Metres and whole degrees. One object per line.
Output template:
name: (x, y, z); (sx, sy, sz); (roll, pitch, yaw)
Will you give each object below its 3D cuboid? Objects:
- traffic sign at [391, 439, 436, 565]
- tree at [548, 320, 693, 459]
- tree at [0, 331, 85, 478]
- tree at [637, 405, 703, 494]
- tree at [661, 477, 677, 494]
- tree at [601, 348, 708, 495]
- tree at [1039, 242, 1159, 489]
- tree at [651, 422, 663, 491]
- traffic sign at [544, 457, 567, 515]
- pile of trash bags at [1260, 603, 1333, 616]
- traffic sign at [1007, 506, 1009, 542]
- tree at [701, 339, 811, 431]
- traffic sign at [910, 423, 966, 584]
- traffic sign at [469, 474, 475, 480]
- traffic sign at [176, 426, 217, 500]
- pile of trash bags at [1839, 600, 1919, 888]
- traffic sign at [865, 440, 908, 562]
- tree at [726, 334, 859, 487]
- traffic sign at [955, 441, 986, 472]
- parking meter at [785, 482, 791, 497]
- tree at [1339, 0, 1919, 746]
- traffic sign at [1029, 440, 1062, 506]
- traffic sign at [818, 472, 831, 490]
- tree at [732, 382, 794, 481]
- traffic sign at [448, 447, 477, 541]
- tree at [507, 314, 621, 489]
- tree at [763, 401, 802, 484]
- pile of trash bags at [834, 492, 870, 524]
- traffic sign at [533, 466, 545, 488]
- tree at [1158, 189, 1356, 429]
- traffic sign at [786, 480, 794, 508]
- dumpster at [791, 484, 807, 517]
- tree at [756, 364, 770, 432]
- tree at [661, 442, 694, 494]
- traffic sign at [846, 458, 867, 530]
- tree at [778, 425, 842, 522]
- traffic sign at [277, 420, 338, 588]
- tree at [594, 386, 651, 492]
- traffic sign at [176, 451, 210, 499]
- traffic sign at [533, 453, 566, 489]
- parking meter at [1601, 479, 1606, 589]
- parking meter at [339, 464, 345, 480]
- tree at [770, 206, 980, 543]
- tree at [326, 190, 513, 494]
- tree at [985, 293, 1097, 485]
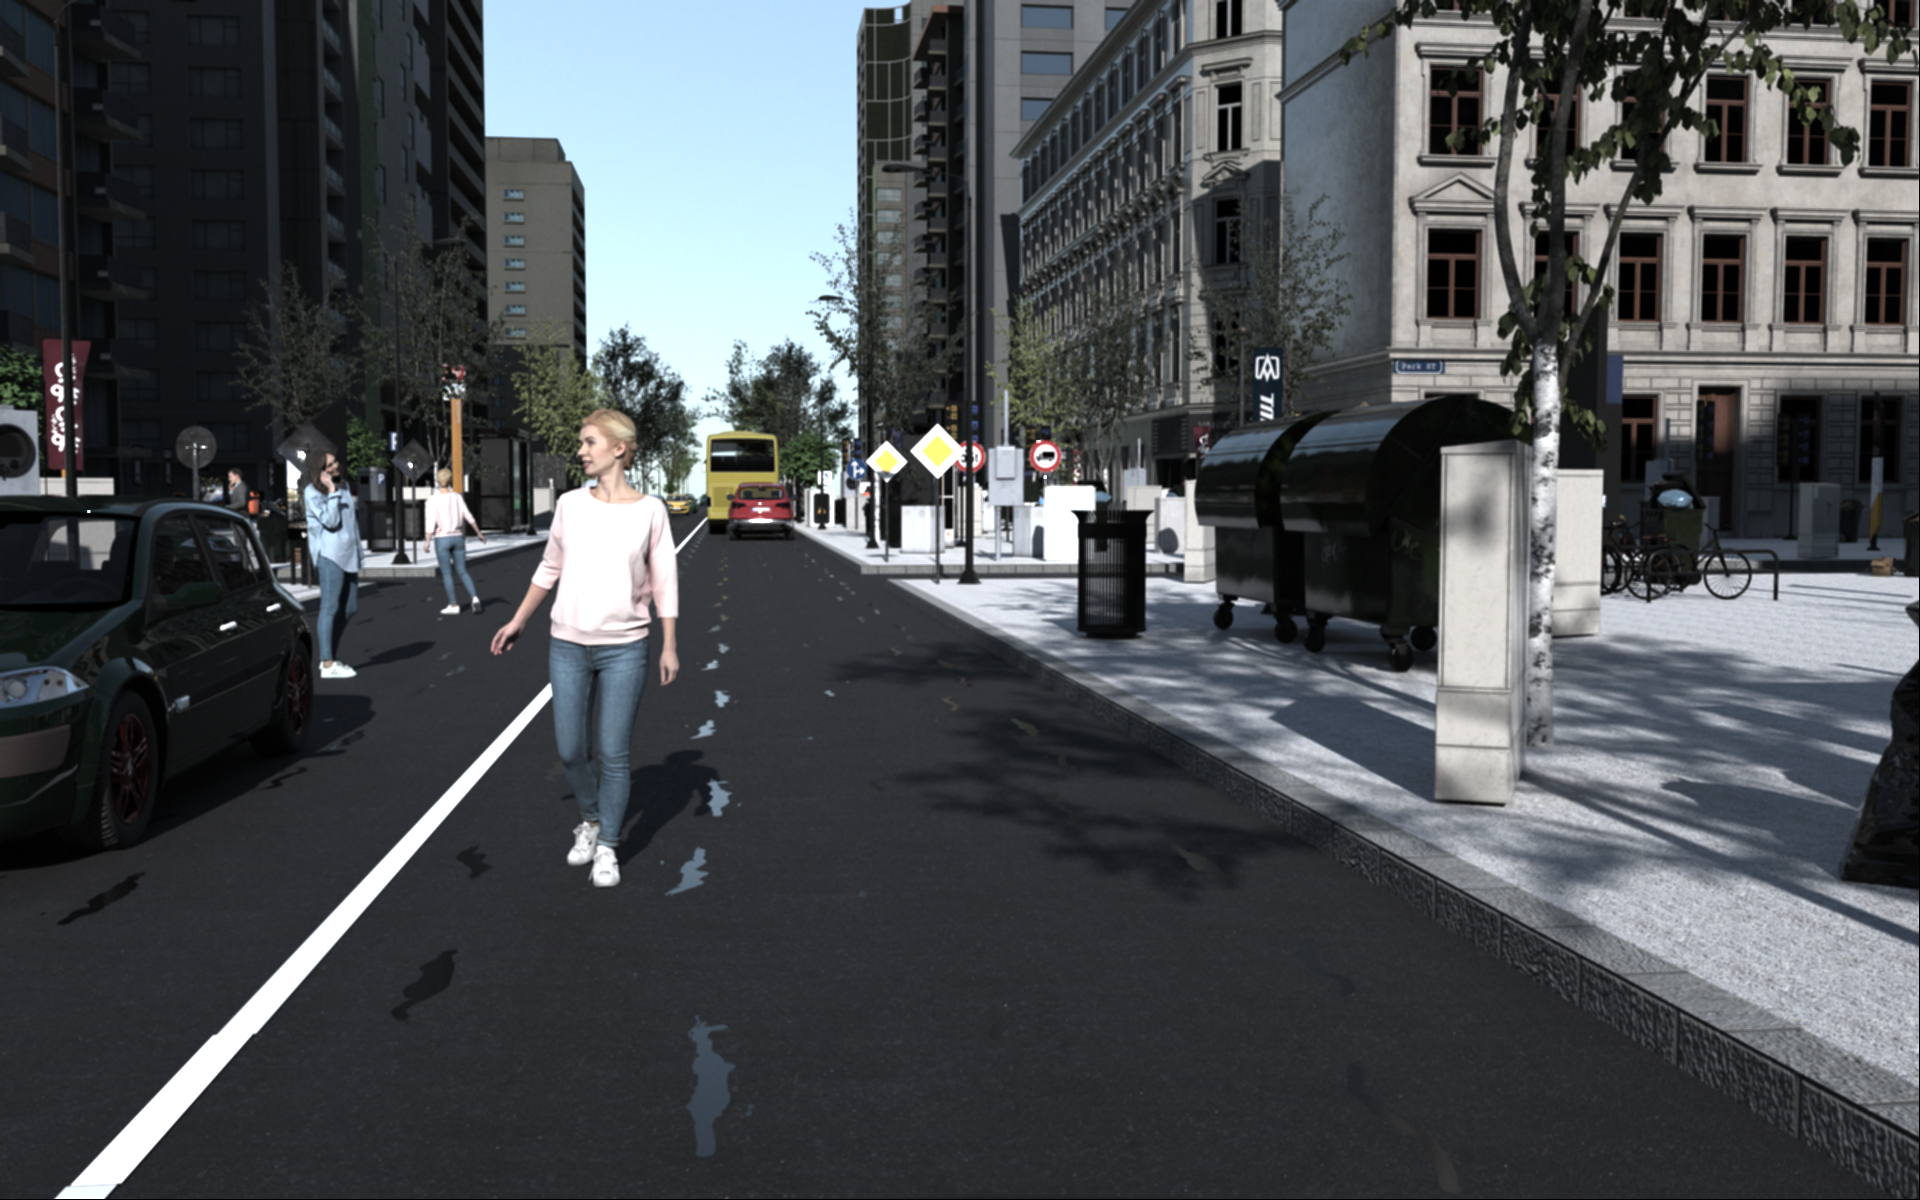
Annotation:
traffic sign: (-9.899, -1.698, 31.411); (0.795, 2.450, 0.064); (0, 4, -8)
tree: (-18.676, -9.689, 92.820); (7.601, 10.594, 8.767); (2, 4, 25)
tree: (-18.477, -3.019, 33.079); (4.285, 4.588, 4.351); (0, 3, 0)
tree: (-33.081, -16.590, 197.003); (9.928, 11.665, 9.643); (0, 3, 0)
tree: (-30.443, -11.493, 182.504); (1.663, 3.219, 1.824); (0, 3, 0)
tree: (-26.147, -14.267, 143.638); (12.009, 13.543, 11.850); (0, 3, 0)
tree: (4.266, -6.177, 51.350); (4.360, 8.622, 3.978); (0, 3, 0)
tree: (-22.646, -10.492, 121.900); (4.360, 8.622, 3.978); (0, 3, 0)
traffic sign: (-13.854, -3.620, 59.290); (0.768, 2.556, 0.104); (0, 4, -7)
pile of trash bags: (4.706, -0.598, 19.535); (1.912, 1.369, 3.447); (2, 4, 28)
traffic sign: (1.291, -2.727, 46.716); (0.606, 2.300, 0.079); (0, 4, -7)
tree: (-24.827, -21.800, 212.312); (12.611, 20.169, 13.585); (0, 3, 0)
traffic sign: (-0.320, -1.282, 24.610); (0.795, 2.450, 0.064); (0, 4, -8)
traffic sign: (-17.890, -3.914, 64.103); (0.768, 2.556, 0.104); (0, 4, -1)
traffic sign: (-14.279, -1.974, 32.387); (0.768, 2.556, 0.104); (0, 4, 2)
pile of trash bags: (4.397, 0.290, 5.006); (1.912, 1.369, 3.447); (-2, 4, -29)
traffic sign: (-1.377, -1.767, 32.525); (0.795, 2.450, 0.064); (0, 4, -8)
tree: (-9.160, -10.186, 100.949); (7.601, 10.594, 8.767); (2, 4, 31)
traffic sign: (0.225, -2.523, 41.353); (0.768, 2.556, 0.104); (0, 4, -2)
parking meter: (-8.627, -4.966, 86.897); (0.255, 1.863, 0.399); (0, 4, -6)
tree: (3.199, -3.564, 8.632); (4.737, 8.622, 4.395); (0, 3, 0)
traffic sign: (1.998, -2.479, 40.644); (0.768, 2.556, 0.104); (0, 4, -7)
traffic sign: (-6.044, -4.609, 77.480); (0.606, 2.300, 0.079); (0, 4, -5)
tree: (-19.512, -15.618, 173.477); (7.486, 12.596, 7.792); (0, 3, 0)
traffic sign: (-13.468, -2.865, 46.949); (0.768, 2.556, 0.104); (0, 4, -7)
tree: (-16.584, -7.366, 70.802); (4.737, 8.622, 4.395); (0, 3, 0)
tree: (-13.323, -11.171, 133.010); (4.737, 8.622, 4.395); (0, 3, 0)
pile of trash bags: (-4.584, -4.017, 75.425); (1.912, 1.369, 3.447); (1, 4, 20)
traffic sign: (-19.400, -4.848, 79.373); (0.768, 2.556, 0.104); (0, 4, -2)
tree: (7.468, -5.550, 41.101); (4.360, 8.622, 3.978); (0, 3, 0)
traffic sign: (-8.910, -5.662, 92.579); (0.884, 2.594, 0.081); (0, 4, -7)
dumpster: (-8.955, -5.442, 94.737); (1.264, 1.857, 1.865); (0, 4, -8)
tree: (-8.572, -8.544, 90.057); (4.360, 8.622, 3.978); (0, 3, 0)
tree: (-40.248, -17.996, 244.600); (4.737, 8.622, 4.395); (0, 3, 0)
traffic sign: (-3.709, -3.791, 62.087); (0.768, 2.556, 0.104); (0, 4, -7)
tree: (-6.974, -5.970, 81.315); (4.285, 4.588, 4.351); (0, 3, 0)
traffic sign: (-8.841, -1.214, 23.496); (0.795, 2.450, 0.064); (0, 4, -8)
tree: (-21.976, -9.789, 110.420); (4.360, 8.622, 3.978); (0, 3, 0)
traffic sign: (-15.103, -2.086, 34.210); (0.768, 2.556, 0.104); (0, 4, 1)
traffic sign: (-20.571, -5.604, 85.499); (2.265, 3.308, 0.079); (0, 3, 0)
parking meter: (8.595, -0.929, 23.605); (0.372, 1.533, 0.369); (0, 3, 0)
parking meter: (-12.105, -1.713, 33.726); (0.255, 1.863, 0.399); (-1, 4, -19)
tree: (-1.941, -5.786, 44.958); (4.360, 8.622, 3.978); (0, 3, 0)
tree: (-12.749, -5.610, 42.089); (4.360, 8.622, 3.978); (0, 3, 0)
tree: (2.803, -6.895, 63.104); (4.737, 8.622, 4.395); (0, 3, 0)
